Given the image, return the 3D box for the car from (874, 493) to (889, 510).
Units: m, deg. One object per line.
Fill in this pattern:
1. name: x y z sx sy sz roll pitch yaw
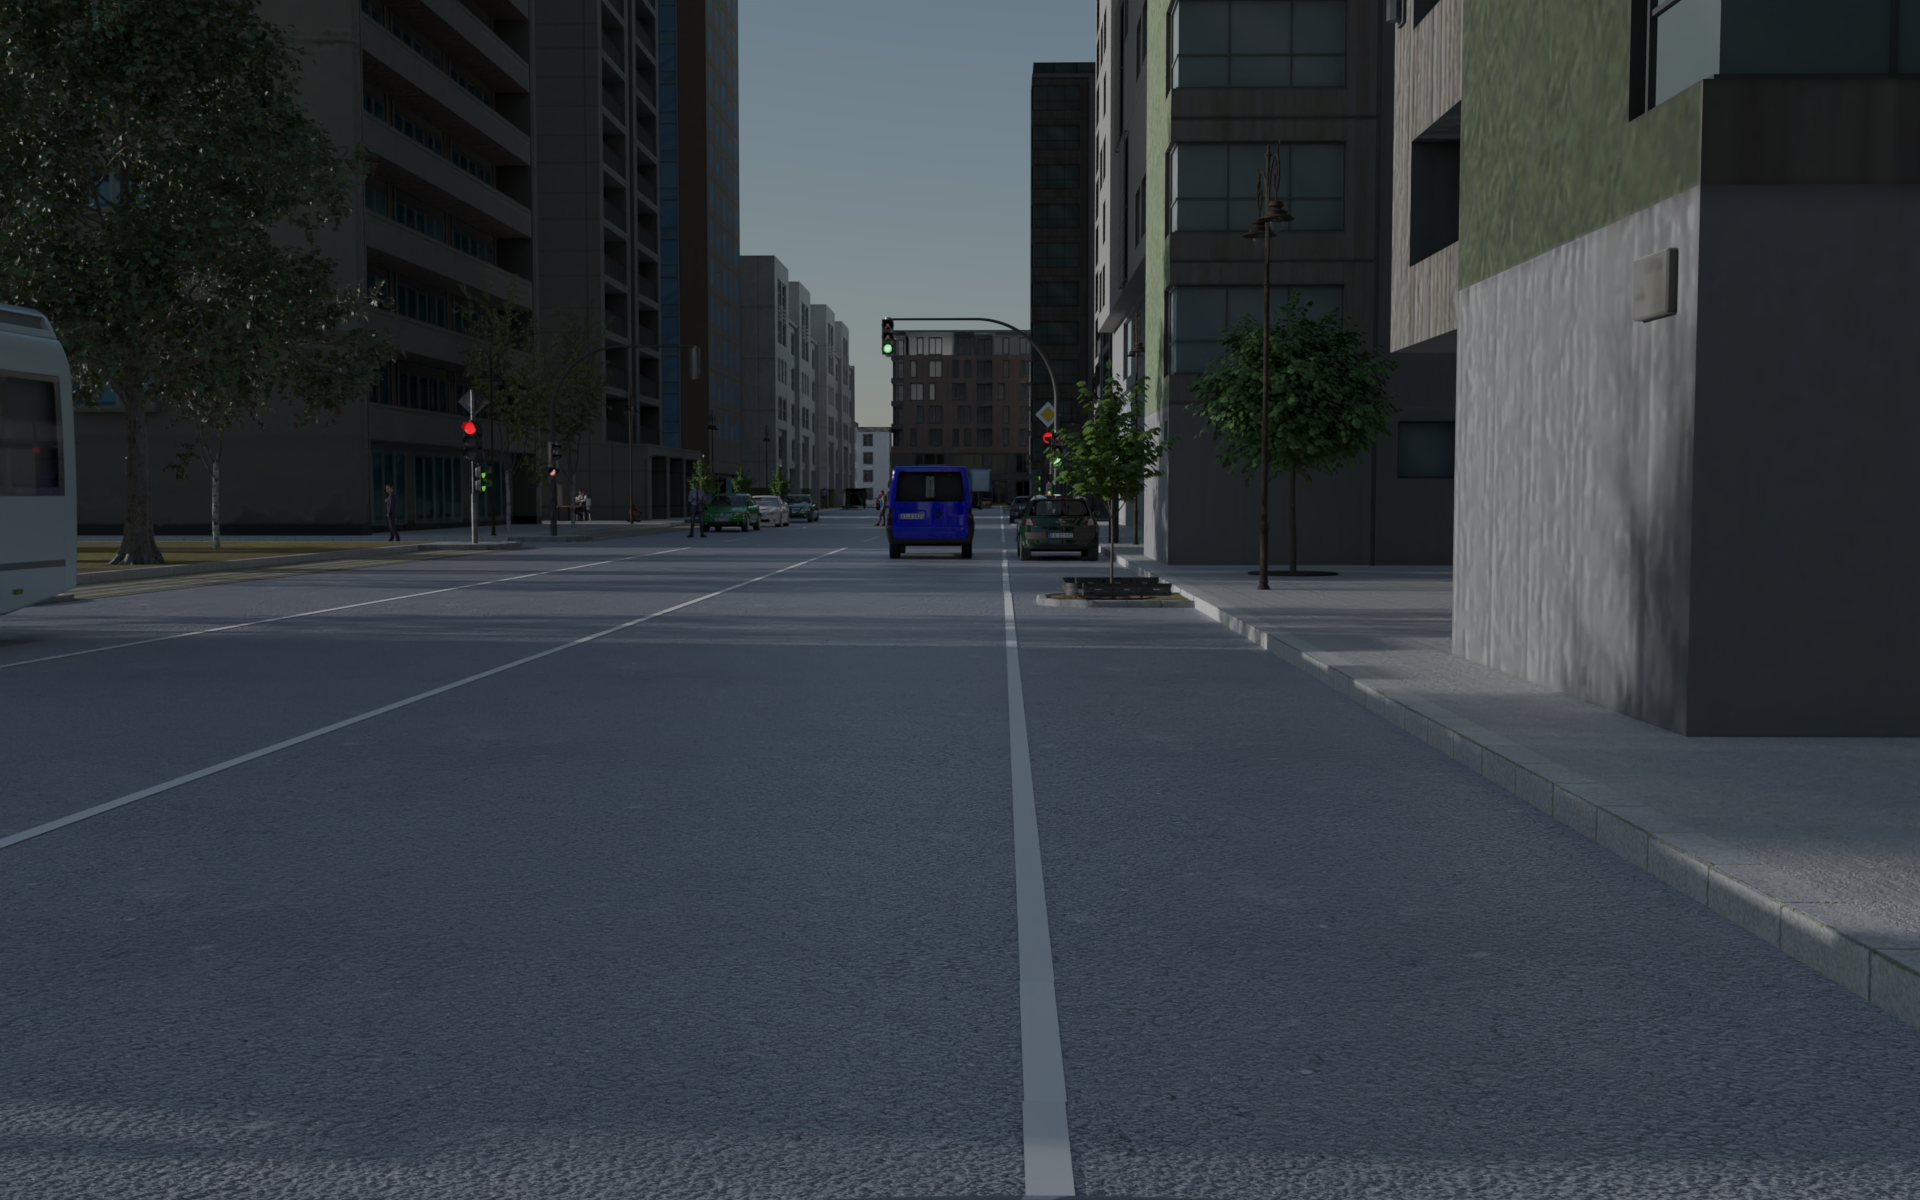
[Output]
1. car: -6.580 -8.952 155.403 2.155 1.783 4.494 0 4 0

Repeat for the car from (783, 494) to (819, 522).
1. car: -8.314 -4.717 88.925 2.131 1.459 4.920 0 4 1

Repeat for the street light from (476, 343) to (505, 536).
1. street light: -14.416 -4.928 53.356 0.468 5.910 1.993 0 4 1

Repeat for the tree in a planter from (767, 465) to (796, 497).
1. tree in a planter: -10.955 -6.598 105.092 1.991 3.239 1.994 0 4 1

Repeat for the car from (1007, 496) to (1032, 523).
1. car: 3.313 -4.494 86.049 1.945 1.354 3.894 0 4 2

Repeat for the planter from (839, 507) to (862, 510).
1. planter: -9.805 -8.196 155.140 1.991 0.319 1.994 0 4 1

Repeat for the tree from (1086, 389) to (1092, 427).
1. tree: 10.036 -9.813 110.807 4.737 8.622 4.395 0 3 0

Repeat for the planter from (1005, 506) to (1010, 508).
1. planter: 5.674 -9.810 181.528 1.991 0.319 1.994 0 4 1

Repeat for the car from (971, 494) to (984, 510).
1. car: 1.152 -9.159 159.536 2.009 1.686 4.222 0 4 3

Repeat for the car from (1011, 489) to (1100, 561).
1. car: 2.151 -1.762 38.603 2.009 1.686 4.222 0 4 1

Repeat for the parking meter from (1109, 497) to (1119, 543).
1. parking meter: 4.037 -2.430 45.435 0.255 1.863 0.399 0 4 8

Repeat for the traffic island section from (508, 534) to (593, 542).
1. traffic island section: -12.481 -1.889 53.159 2.009 0.180 2.903 0 4 1

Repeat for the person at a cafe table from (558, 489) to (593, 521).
1. person at a cafe table: -18.182 -4.504 82.156 1.698 1.524 1.622 2 4 28

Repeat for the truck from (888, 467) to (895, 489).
1. truck: -5.655 -11.656 179.496 2.839 4.237 11.283 0 4 3

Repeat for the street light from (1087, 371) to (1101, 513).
1. street light: 5.004 -5.644 65.060 0.468 5.910 1.993 0 4 1

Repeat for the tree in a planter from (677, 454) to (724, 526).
1. tree in a planter: -11.582 -4.929 77.812 1.991 3.239 1.994 0 4 1

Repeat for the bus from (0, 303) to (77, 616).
1. bus: -10.237 -0.968 10.679 2.948 3.499 13.247 0 4 1

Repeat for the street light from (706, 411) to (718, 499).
1. street light: -13.519 -7.455 94.674 0.468 5.910 1.993 0 4 1

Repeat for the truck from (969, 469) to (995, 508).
1. truck: 2.120 -11.682 180.759 2.967 4.110 18.799 0 4 1

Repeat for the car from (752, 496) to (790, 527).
1. car: -8.606 -3.907 76.237 2.083 1.381 4.827 0 4 1

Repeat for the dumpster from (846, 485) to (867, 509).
1. dumpster: -9.812 -9.700 163.538 1.985 2.255 1.502 0 4 2

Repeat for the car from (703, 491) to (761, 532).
1. car: -8.825 -3.554 66.910 1.959 1.807 4.718 0 4 2

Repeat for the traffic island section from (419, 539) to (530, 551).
1. traffic island section: -12.666 -1.400 45.176 2.009 0.180 2.903 0 4 1

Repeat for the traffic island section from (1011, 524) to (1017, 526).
1. traffic island section: 3.273 -3.379 78.110 1.991 0.108 1.994 0 4 1

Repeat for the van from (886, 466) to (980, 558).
1. van: -0.646 -2.190 40.189 2.240 2.365 5.245 0 3 0

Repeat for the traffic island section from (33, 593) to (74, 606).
1. traffic island section: -12.860 0.009 22.719 1.991 0.108 1.994 0 4 1

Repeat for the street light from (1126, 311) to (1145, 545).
1. street light: 4.454 -4.341 43.756 0.468 5.910 1.993 0 4 1

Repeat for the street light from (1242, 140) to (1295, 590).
1. street light: 4.081 -3.077 23.095 0.468 5.910 1.993 0 4 1

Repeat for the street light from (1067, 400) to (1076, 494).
1. street light: 5.503 -6.907 85.718 0.468 5.910 1.993 0 4 1

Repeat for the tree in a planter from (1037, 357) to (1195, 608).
1. tree in a planter: 2.009 -1.561 22.742 1.991 3.239 1.994 0 4 1

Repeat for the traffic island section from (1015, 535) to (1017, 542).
1. traffic island section: 2.696 -1.867 52.804 2.009 0.180 2.903 0 4 1

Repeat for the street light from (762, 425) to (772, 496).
1. street light: -12.902 -8.739 115.662 0.468 5.910 1.993 0 4 1

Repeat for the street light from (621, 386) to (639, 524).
1. street light: -14.056 -6.191 74.017 0.468 5.910 1.993 0 4 1
